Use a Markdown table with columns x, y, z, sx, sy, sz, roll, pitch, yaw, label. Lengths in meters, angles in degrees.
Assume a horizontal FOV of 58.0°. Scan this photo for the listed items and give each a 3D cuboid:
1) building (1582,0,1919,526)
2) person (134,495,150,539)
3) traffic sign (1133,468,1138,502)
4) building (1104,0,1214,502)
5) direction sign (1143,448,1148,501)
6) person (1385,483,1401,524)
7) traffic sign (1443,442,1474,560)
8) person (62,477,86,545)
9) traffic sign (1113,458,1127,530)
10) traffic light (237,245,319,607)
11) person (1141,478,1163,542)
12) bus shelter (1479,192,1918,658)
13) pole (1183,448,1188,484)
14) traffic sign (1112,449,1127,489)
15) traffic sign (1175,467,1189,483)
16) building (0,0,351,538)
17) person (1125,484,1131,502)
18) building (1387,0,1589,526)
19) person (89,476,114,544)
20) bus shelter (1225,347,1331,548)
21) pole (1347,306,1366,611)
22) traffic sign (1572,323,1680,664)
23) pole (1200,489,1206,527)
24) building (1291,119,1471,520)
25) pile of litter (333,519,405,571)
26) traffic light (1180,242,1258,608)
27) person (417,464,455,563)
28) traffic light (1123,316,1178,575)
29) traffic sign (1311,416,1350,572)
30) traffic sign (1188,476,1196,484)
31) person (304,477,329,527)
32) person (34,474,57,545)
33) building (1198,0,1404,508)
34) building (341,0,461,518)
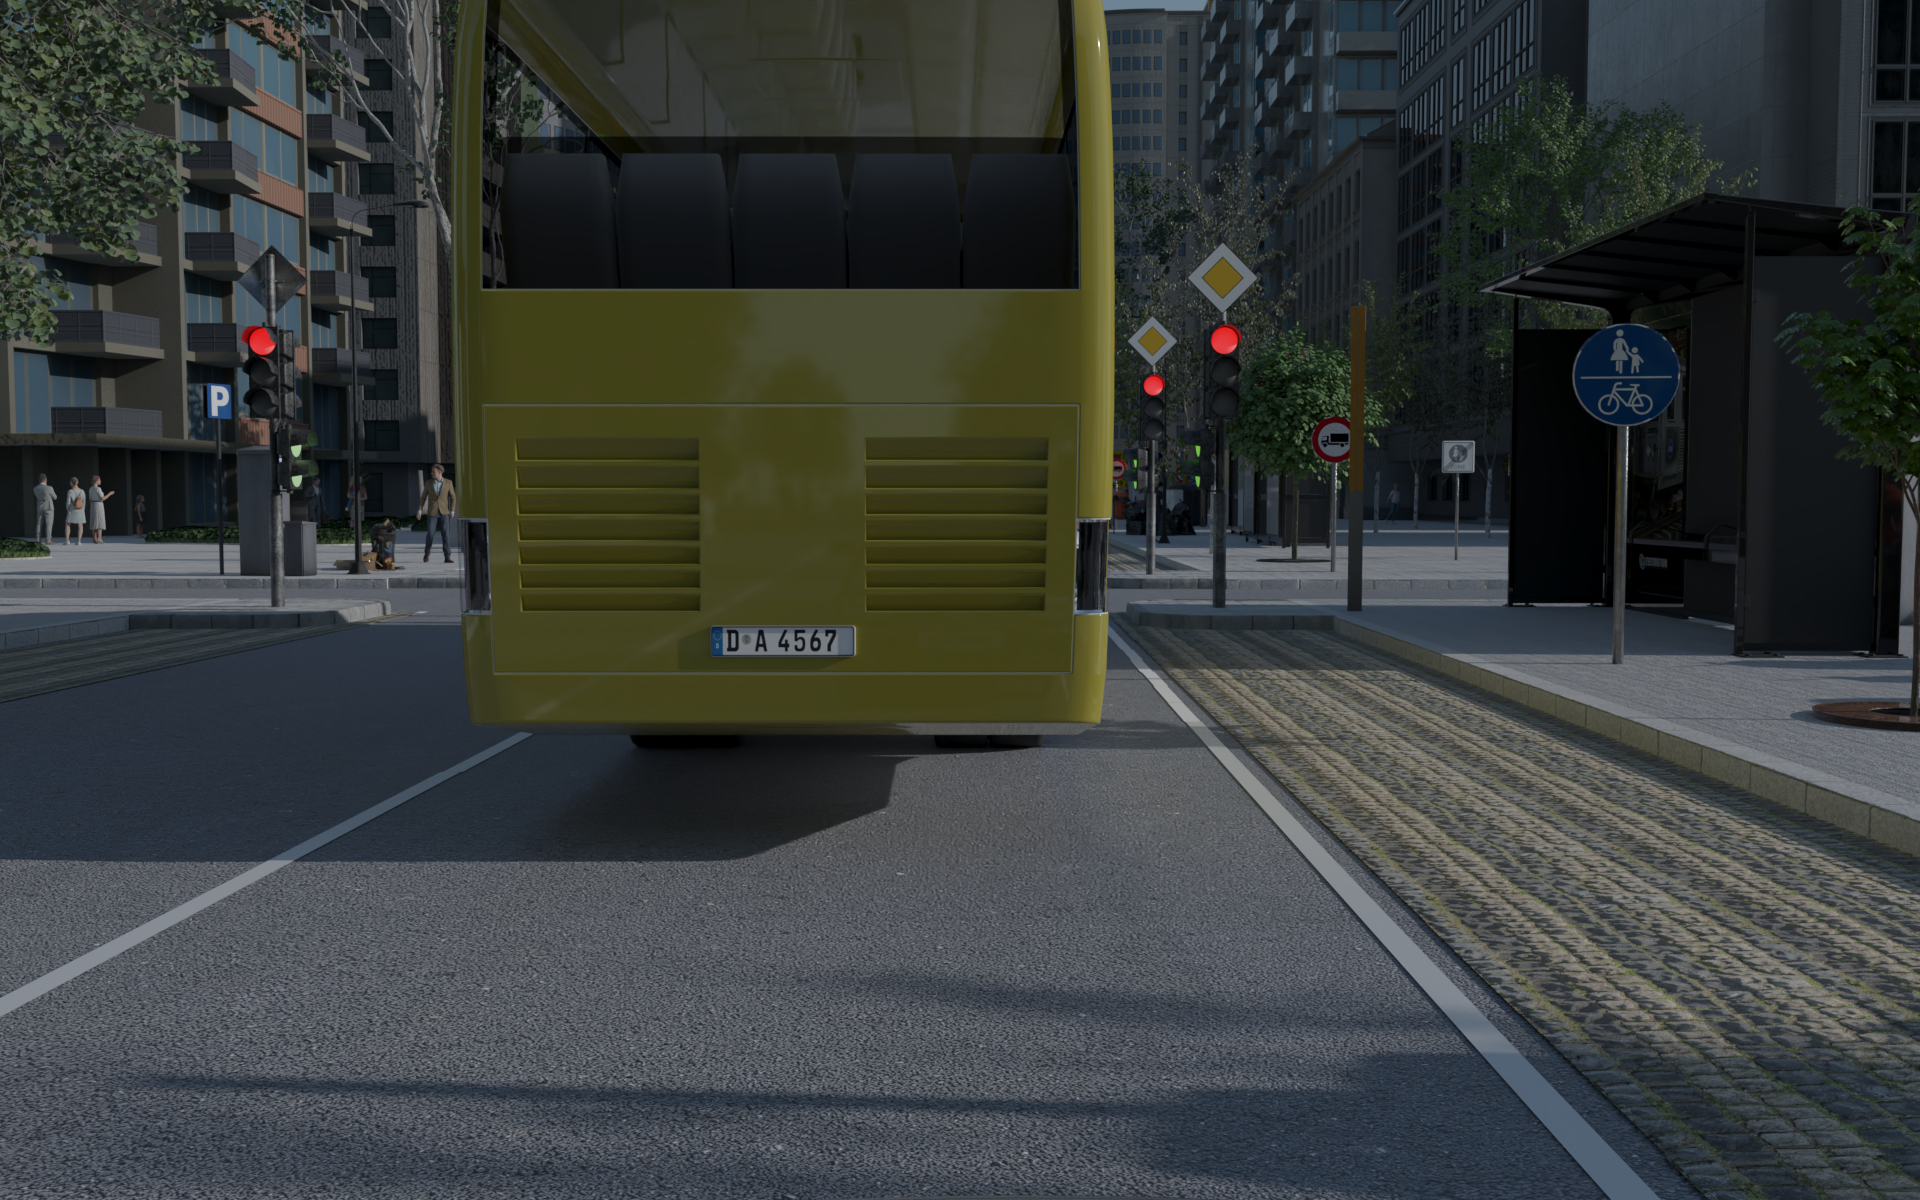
| x | y | z | sx | sy | sz | roll | pitch | yaw | label |
| --- | --- | --- | --- | --- | --- | --- | --- | --- | --- |
| 34.628 | -13.978 | 47.610 | 30.058 | 24.678 | 14.314 | 0 | 4 | 1 | building |
| -23.642 | -2.407 | 50.060 | 0.373 | 1.253 | 0.362 | 0 | 4 | 4 | person |
| 8.337 | -4.971 | 81.382 | 0.768 | 2.556 | 0.104 | 1 | 4 | 10 | traffic sign |
| 21.776 | -40.848 | 209.863 | 28.212 | 58.520 | 21.231 | 0 | 4 | 1 | building |
| 9.013 | -5.684 | 84.927 | 0.876 | 3.537 | 0.379 | -1 | 4 | -18 | direction sign |
| 18.413 | -4.115 | 73.987 | 0.731 | 1.740 | 0.598 | -3 | 5 | -43 | person |
| 9.601 | -1.916 | 33.454 | 0.606 | 2.300 | 0.079 | 0 | 4 | 3 | traffic sign |
| -22.207 | -2.228 | 43.482 | 0.522 | 1.701 | 0.512 | 2 | 4 | 32 | person |
| 5.535 | -3.753 | 61.466 | 0.768 | 2.556 | 0.104 | 0 | 4 | 5 | traffic sign |
| -7.749 | -1.877 | 19.604 | 0.839 | 4.253 | 0.868 | 0 | 4 | 1 | traffic light |
| 5.187 | -2.455 | 46.601 | 0.534 | 1.772 | 0.576 | 3 | 5 | 44 | person |
| 6.689 | -1.549 | 16.609 | 1.731 | 3.624 | 6.357 | 0 | 4 | 1 | bus shelter |
| 9.971 | -5.066 | 76.678 | 0.158 | 3.312 | 0.155 | 0 | 3 | 0 | pole |
| 6.487 | -5.218 | 79.189 | 2.265 | 3.308 | 0.079 | 1 | 4 | 10 | traffic sign |
| 10.042 | -4.751 | 77.788 | 0.768 | 2.556 | 0.104 | 0 | 4 | 6 | traffic sign |
| -34.998 | -24.945 | 62.468 | 22.147 | 44.769 | 28.867 | 0 | 4 | 1 | building |
| 9.025 | -5.418 | 94.400 | 0.755 | 1.850 | 0.659 | 2 | 4 | 30 | person |
| 27.538 | -17.009 | 71.609 | 14.314 | 27.812 | 24.014 | 0 | 4 | 1 | building |
| -22.069 | -2.316 | 44.478 | 0.480 | 1.755 | 0.524 | 2 | 4 | 27 | person |
| 8.442 | -4.115 | 44.917 | 2.179 | 5.291 | 8.768 | 0 | 4 | 1 | bus shelter |
| 4.339 | -1.535 | 18.941 | 0.158 | 3.312 | 0.155 | 0 | 3 | 0 | pole |
| 4.967 | -0.789 | 13.003 | 0.768 | 2.556 | 0.104 | 0 | 4 | 8 | traffic sign |
| 9.442 | -4.485 | 67.173 | 0.158 | 3.312 | 0.155 | 0 | 3 | 0 | pole |
| 24.199 | -14.917 | 93.043 | 9.793 | 20.994 | 18.267 | 0 | 4 | 1 | building |
| -10.034 | -0.944 | 29.400 | 1.176 | 0.858 | 1.719 | -1 | 4 | -15 | pile of litter |
| 2.912 | -1.869 | 19.479 | 0.839 | 4.253 | 0.868 | 0 | 4 | 1 | traffic light |
| -9.794 | -1.615 | 32.361 | 0.836 | 1.842 | 0.656 | 3 | 5 | 41 | person |
| 3.017 | -2.357 | 27.464 | 0.839 | 4.253 | 0.868 | 0 | 4 | 1 | traffic light |
| 6.137 | -1.731 | 28.413 | 0.768 | 2.556 | 0.104 | 0 | 4 | 5 | traffic sign |
| 10.417 | -4.700 | 76.947 | 0.768 | 2.556 | 0.104 | 1 | 4 | 10 | traffic sign |
| -21.089 | -3.093 | 56.570 | 0.822 | 1.834 | 0.622 | 2 | 4 | 23 | person |
| -23.251 | -2.314 | 44.059 | 0.511 | 1.800 | 0.466 | -1 | 4 | -9 | person |
| 32.651 | -32.351 | 148.543 | 23.786 | 49.044 | 30.456 | 0 | 4 | 1 | building |
| -30.833 | -19.608 | 92.285 | 14.160 | 30.474 | 14.107 | 0 | 4 | 1 | building |
